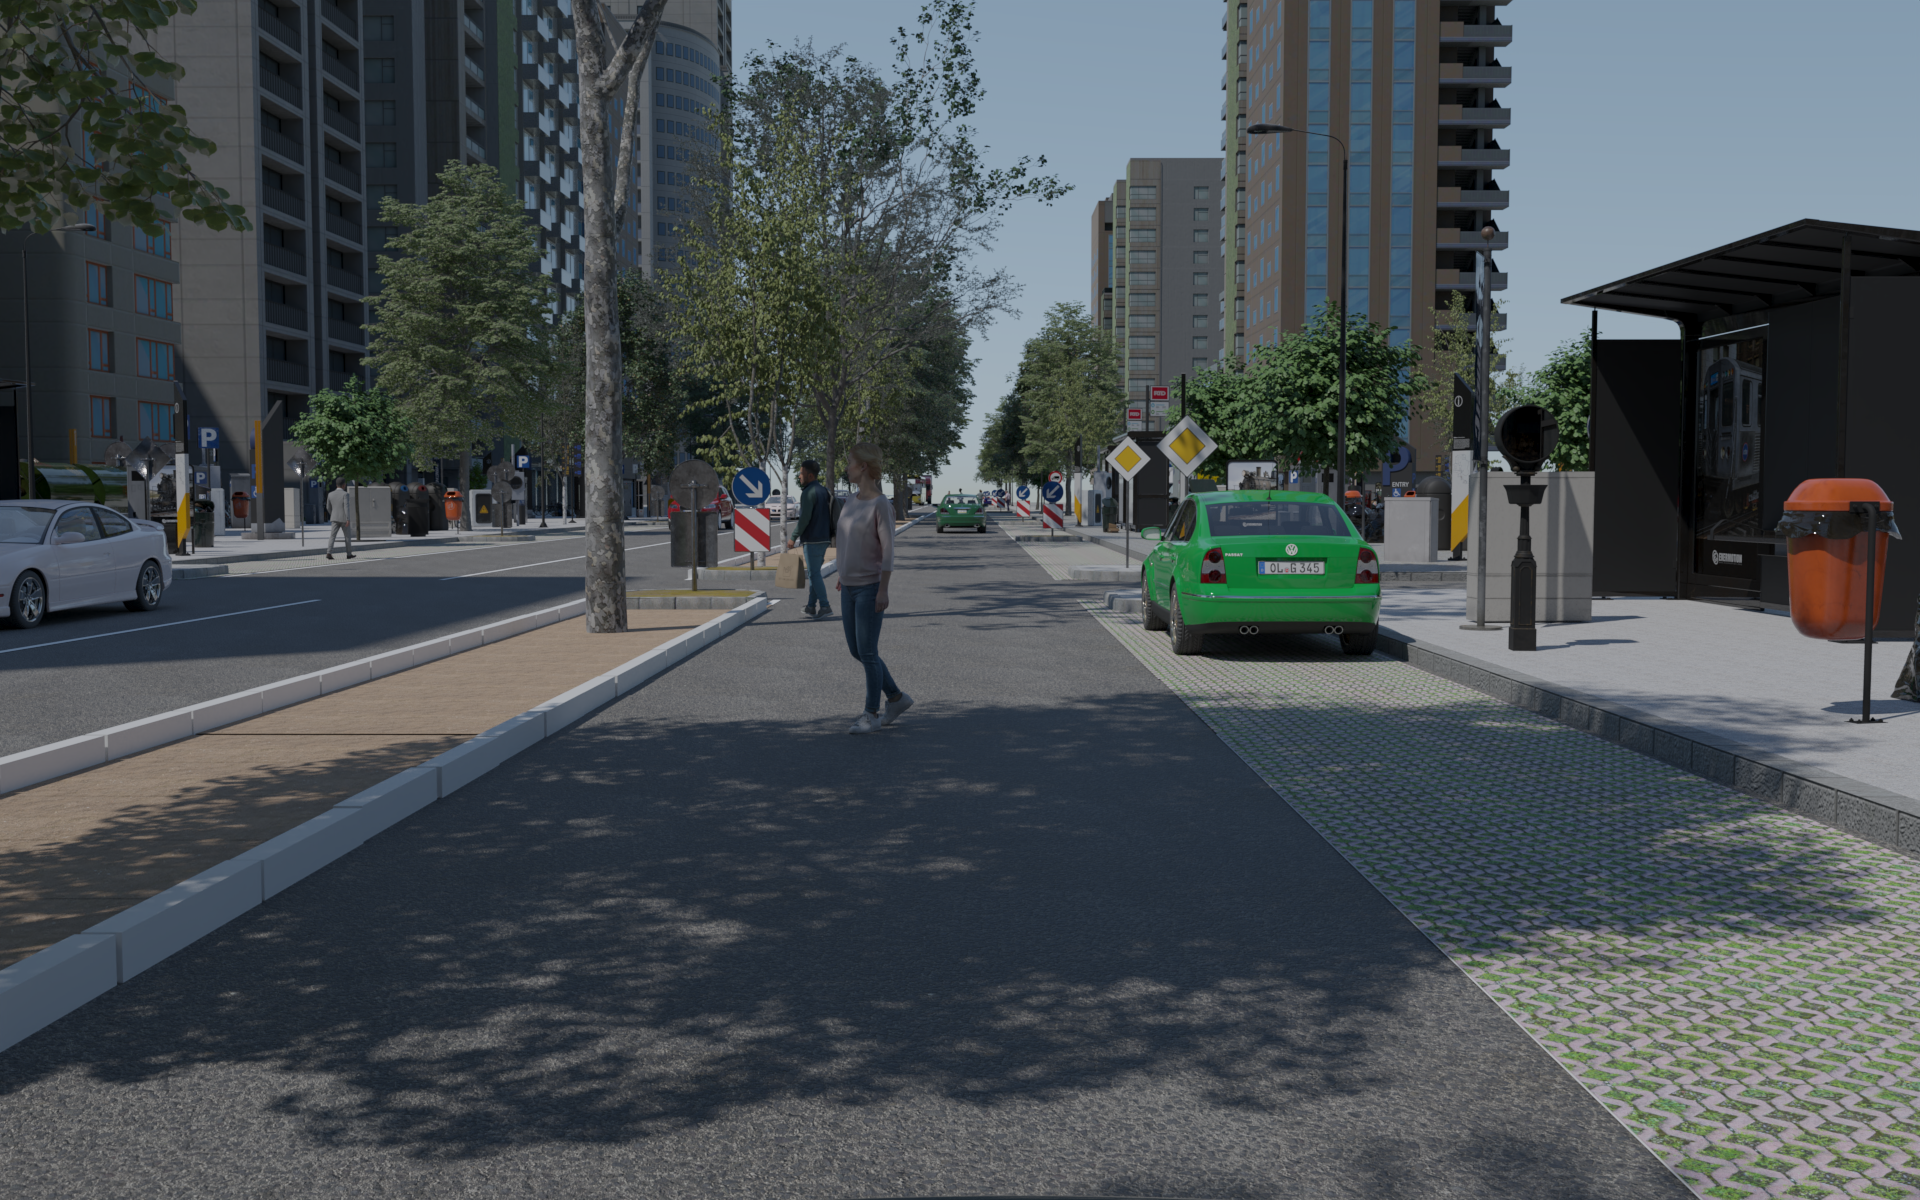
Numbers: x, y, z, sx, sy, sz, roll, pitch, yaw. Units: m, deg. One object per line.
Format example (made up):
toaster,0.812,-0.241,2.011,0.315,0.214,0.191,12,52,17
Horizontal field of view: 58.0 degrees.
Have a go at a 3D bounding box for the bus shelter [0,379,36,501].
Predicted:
bus shelter,-20.404,-2.592,33.654,1.731,3.624,6.357,0,3,0

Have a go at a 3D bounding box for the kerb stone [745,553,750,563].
kerb stone,-4.499,-0.835,35.882,0.120,0.150,1.000,0,4,0

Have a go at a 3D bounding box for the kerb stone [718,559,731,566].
kerb stone,-4.519,-0.647,32.813,0.120,0.150,1.000,0,4,0

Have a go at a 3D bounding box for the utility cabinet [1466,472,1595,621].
utility cabinet,5.695,-0.528,17.320,1.173,1.500,0.318,0,4,-4

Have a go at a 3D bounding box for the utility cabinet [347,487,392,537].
utility cabinet,-17.376,-2.586,50.968,1.173,1.500,0.318,-2,4,-29

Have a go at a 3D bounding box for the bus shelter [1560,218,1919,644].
bus shelter,8.072,-1.627,17.892,1.731,3.624,6.357,0,4,0

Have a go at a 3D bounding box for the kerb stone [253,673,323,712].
kerb stone,-4.600,0.637,11.780,0.120,0.150,1.000,0,4,0

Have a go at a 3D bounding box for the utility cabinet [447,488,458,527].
utility cabinet,-19.791,-3.518,66.199,1.173,1.500,0.318,1,4,12

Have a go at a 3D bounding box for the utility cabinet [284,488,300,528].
utility cabinet,-25.051,-3.404,64.327,1.173,1.500,0.318,2,4,25

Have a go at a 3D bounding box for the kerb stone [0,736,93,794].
kerb stone,-4.605,0.825,8.704,0.120,0.150,1.000,0,4,0

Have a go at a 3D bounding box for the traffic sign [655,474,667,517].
traffic sign,-16.384,-5.804,95.004,0.768,2.556,0.104,0,4,8

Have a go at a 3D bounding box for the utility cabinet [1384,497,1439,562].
utility cabinet,8.582,-1.332,32.940,0.306,1.237,1.020,-3,5,-42

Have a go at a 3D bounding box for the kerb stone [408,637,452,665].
kerb stone,-4.585,0.451,14.846,0.120,0.150,1.000,0,4,0

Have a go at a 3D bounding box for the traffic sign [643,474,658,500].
traffic sign,-18.042,-6.184,101.115,0.884,2.594,0.081,0,4,3

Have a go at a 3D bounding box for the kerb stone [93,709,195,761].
kerb stone,-4.602,0.762,9.735,0.120,0.150,1.000,0,4,0

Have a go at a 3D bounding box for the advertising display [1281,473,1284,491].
advertising display,9.680,-2.940,53.280,0.123,1.923,0.974,3,4,39

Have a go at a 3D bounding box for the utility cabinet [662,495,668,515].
utility cabinet,-17.908,-5.753,105.217,0.306,1.237,1.020,1,4,19

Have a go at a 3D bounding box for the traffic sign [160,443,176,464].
traffic sign,-19.720,-2.637,43.226,0.768,2.556,0.104,0,4,1

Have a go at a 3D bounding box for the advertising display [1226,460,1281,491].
advertising display,5.487,-1.673,32.567,0.974,1.923,0.123,1,4,13

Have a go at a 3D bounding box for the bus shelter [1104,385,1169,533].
bus shelter,6.644,-5.137,61.619,2.179,5.291,8.768,0,4,0

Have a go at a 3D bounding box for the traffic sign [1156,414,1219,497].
traffic sign,2.865,-1.118,21.928,0.795,2.450,0.064,0,4,0

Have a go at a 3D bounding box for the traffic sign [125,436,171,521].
traffic sign,-14.050,-1.612,29.995,0.795,2.450,0.064,0,4,0

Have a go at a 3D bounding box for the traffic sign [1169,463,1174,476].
traffic sign,8.023,-4.151,67.978,0.768,2.556,0.104,0,4,1

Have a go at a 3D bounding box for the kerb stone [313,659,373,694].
kerb stone,-4.592,0.576,12.802,0.120,0.150,1.000,0,4,0

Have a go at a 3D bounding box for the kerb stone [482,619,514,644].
kerb stone,-4.569,0.324,16.901,0.120,0.150,1.000,0,4,0

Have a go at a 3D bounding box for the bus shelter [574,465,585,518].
bus shelter,-19.449,-6.291,94.148,1.731,3.624,6.357,0,4,0

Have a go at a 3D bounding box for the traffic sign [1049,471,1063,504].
traffic sign,5.243,-5.810,95.098,0.768,2.556,0.104,0,4,3

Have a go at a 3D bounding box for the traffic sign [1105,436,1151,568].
traffic sign,2.894,-1.607,29.913,0.795,2.450,0.064,0,4,0

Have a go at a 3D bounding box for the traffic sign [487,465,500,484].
traffic sign,-20.693,-4.711,77.125,0.768,2.556,0.104,0,4,4

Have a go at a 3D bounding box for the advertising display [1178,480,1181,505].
advertising display,9.956,-4.477,78.406,0.123,1.923,0.974,0,4,4

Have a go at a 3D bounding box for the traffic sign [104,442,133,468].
traffic sign,-20.425,-2.567,42.078,0.768,2.556,0.104,0,4,6

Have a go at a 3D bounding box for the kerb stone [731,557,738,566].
kerb stone,-4.516,-0.712,33.836,0.120,0.150,1.000,0,4,0

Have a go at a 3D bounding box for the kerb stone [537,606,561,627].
kerb stone,-4.568,0.204,18.946,0.120,0.150,1.000,0,4,0

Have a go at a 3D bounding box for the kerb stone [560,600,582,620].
kerb stone,-4.556,0.139,19.969,0.120,0.150,1.000,0,4,0

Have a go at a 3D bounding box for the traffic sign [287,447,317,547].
traffic sign,-16.010,-2.505,42.143,0.795,2.450,0.064,1,4,9

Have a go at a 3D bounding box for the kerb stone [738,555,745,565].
kerb stone,-4.506,-0.771,34.858,0.120,0.150,1.000,0,4,0

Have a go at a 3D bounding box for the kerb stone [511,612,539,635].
kerb stone,-4.571,0.261,17.923,0.120,0.150,1.000,0,4,0

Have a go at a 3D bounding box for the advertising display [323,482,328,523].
advertising display,-28.710,-4.463,78.188,0.123,1.923,0.974,-3,4,-36

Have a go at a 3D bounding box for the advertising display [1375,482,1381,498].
advertising display,22.767,-5.366,92.950,0.974,1.923,0.123,0,4,3

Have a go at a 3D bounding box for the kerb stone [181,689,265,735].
kerb stone,-4.599,0.700,10.757,0.120,0.150,1.000,0,4,0

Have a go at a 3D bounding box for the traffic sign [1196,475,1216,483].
traffic sign,8.544,-3.696,54.302,2.265,3.308,0.079,0,4,6

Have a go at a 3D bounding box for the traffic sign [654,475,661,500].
traffic sign,-17.871,-6.299,103.099,0.768,2.556,0.104,0,4,3

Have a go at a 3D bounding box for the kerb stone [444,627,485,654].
kerb stone,-4.582,0.387,15.875,0.120,0.150,1.000,0,4,0

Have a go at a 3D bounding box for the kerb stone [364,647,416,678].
kerb stone,-4.586,0.512,13.824,0.120,0.150,1.000,0,4,0

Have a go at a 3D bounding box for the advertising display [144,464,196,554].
advertising display,-16.770,-1.930,36.772,0.974,1.923,0.123,-2,4,-25

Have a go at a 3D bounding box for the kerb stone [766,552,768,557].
kerb stone,-4.499,-1.023,38.948,0.120,0.150,1.000,0,4,0

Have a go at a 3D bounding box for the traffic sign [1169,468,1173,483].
traffic sign,7.928,-3.959,66.862,0.606,2.300,0.079,1,4,8

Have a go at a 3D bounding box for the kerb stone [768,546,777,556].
kerb stone,-4.497,-1.150,40.992,0.120,0.150,1.000,0,4,0

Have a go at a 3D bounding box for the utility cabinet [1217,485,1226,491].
utility cabinet,6.907,-2.142,43.701,1.173,1.500,0.318,3,4,38

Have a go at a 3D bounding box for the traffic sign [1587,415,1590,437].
traffic sign,8.664,-1.398,22.960,0.768,2.556,0.104,0,4,1

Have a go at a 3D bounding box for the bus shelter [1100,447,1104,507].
bus shelter,7.401,-6.161,78.356,2.179,5.291,8.768,0,4,0

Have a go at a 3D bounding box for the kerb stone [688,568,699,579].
kerb stone,-4.529,-0.460,29.727,0.120,0.150,1.000,0,4,0

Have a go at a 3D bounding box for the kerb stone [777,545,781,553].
kerb stone,-4.479,-1.212,42.014,0.120,0.150,1.000,0,4,0

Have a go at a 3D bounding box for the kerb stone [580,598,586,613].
kerb stone,-4.559,0.074,20.991,0.120,0.150,1.000,0,4,0

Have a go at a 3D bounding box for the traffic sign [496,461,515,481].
traffic sign,-17.678,-4.116,67.395,0.768,2.556,0.104,0,4,8

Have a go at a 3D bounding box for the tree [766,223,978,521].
tree,-3.812,-10.480,80.459,9.857,13.997,8.962,0,3,0

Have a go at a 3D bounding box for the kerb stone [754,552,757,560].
kerb stone,-4.497,-0.900,36.904,0.120,0.150,1.000,0,4,0
